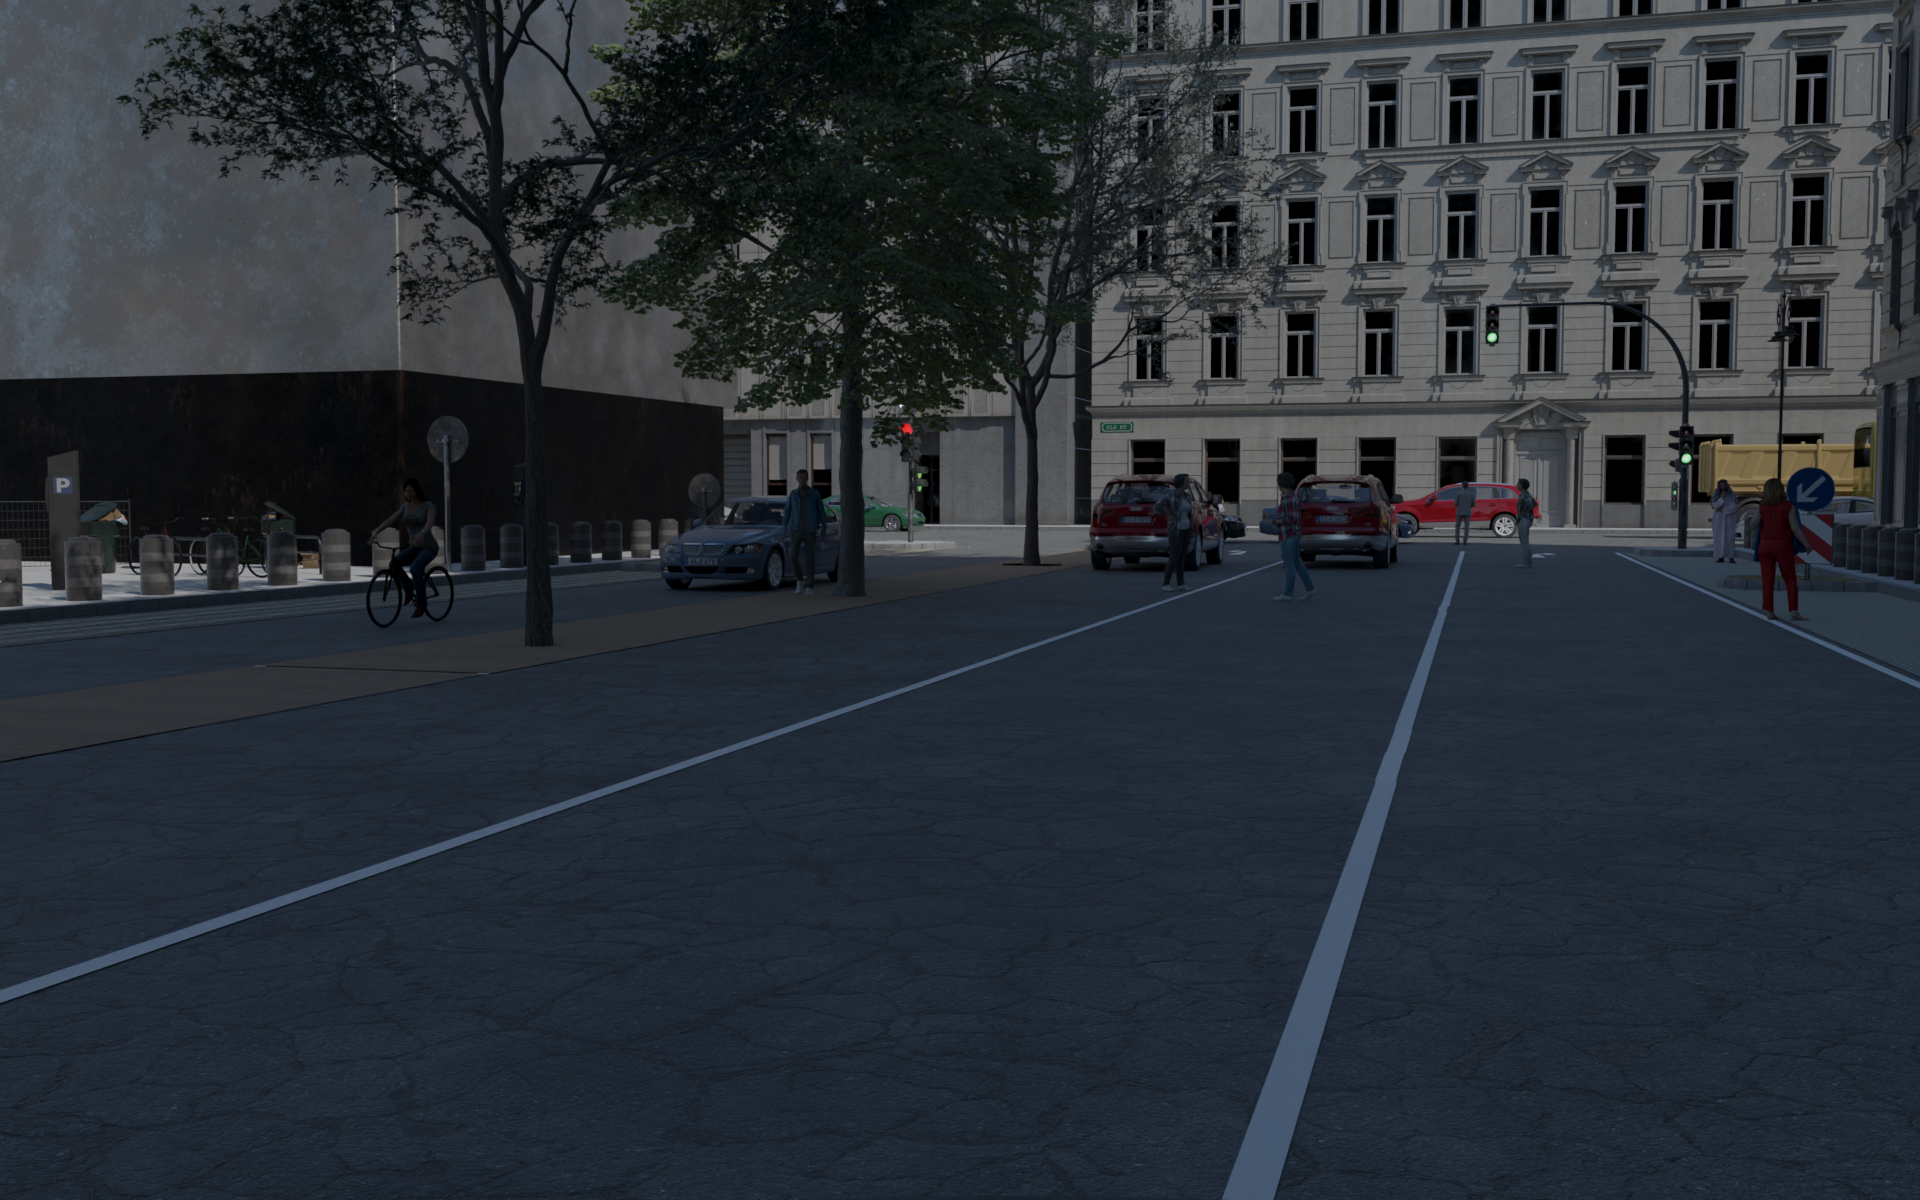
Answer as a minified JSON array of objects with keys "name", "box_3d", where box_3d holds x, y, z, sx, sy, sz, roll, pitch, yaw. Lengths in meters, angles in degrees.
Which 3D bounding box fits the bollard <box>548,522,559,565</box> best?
[{"name":"bollard","box_3d":[-7.451,-1.013,31.279,0.404,0.777,0.398,0,3,0]}]

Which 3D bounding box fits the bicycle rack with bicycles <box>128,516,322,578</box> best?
[{"name":"bicycle rack with bicycles","box_3d":[-11.403,-0.852,27.308,2.925,0.926,2.852,3,5,43]}]

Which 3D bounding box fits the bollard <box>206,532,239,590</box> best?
[{"name":"bollard","box_3d":[-9.886,-0.520,23.215,0.404,0.777,0.398,0,3,0]}]

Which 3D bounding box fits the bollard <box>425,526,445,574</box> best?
[{"name":"bollard","box_3d":[-8.493,-0.802,27.827,0.404,0.777,0.398,0,3,0]}]

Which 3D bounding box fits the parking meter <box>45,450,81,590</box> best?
[{"name":"parking meter","box_3d":[-12.010,-1.070,23.202,0.399,1.863,0.255,-1,4,-23]}]

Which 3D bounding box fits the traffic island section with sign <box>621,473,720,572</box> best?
[{"name":"traffic island section with sign","box_3d":[-5.027,-1.463,32.541,1.989,1.847,2.006,1,4,17]}]

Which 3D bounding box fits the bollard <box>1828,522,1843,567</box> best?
[{"name":"bollard","box_3d":[15.570,-0.962,30.442,0.404,0.777,0.398,0,3,0]}]

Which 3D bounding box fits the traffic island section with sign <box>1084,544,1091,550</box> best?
[{"name":"traffic island section with sign","box_3d":[4.395,-2.226,44.525,2.006,1.907,1.989,1,4,17]}]

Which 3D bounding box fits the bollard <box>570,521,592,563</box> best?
[{"name":"bollard","box_3d":[-7.102,-1.084,32.442,0.404,0.777,0.398,0,3,0]}]

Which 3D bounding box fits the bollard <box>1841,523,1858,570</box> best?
[{"name":"bollard","box_3d":[15.220,-0.891,29.292,0.404,0.777,0.398,0,3,0]}]

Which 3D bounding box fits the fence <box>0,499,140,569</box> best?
[{"name":"fence","box_3d":[-15.011,-1.092,29.054,0.480,1.192,2.264,3,5,44]}]

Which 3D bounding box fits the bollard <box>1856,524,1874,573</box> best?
[{"name":"bollard","box_3d":[14.872,-0.821,28.142,0.404,0.777,0.398,0,3,0]}]

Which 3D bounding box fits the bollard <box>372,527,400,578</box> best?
[{"name":"bollard","box_3d":[-8.842,-0.731,26.676,0.404,0.777,0.398,0,3,0]}]

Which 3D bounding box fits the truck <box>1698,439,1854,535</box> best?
[{"name":"truck","box_3d":[28.621,-3.576,54.388,9.791,3.379,3.469,1,4,15]}]

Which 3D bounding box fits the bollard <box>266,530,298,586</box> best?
[{"name":"bollard","box_3d":[-9.537,-0.590,24.366,0.404,0.777,0.398,0,3,0]}]

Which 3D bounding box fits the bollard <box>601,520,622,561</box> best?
[{"name":"bollard","box_3d":[-6.755,-1.154,33.593,0.404,0.777,0.398,0,3,0]}]

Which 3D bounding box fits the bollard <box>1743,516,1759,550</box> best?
[{"name":"bollard","box_3d":[18.702,-1.598,40.841,0.404,0.777,0.398,0,3,0]}]

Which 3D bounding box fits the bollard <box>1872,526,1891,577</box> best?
[{"name":"bollard","box_3d":[14.526,-0.750,26.985,0.404,0.777,0.398,0,3,0]}]

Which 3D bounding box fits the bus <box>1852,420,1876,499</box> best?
[{"name":"bus","box_3d":[32.134,-3.499,48.754,12.252,3.916,2.896,1,4,16]}]

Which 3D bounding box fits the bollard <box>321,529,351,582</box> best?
[{"name":"bollard","box_3d":[-9.191,-0.661,25.517,0.404,0.777,0.398,0,3,0]}]

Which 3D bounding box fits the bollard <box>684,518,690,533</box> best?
[{"name":"bollard","box_3d":[-5.698,-1.368,37.082,0.404,0.777,0.398,0,3,0]}]

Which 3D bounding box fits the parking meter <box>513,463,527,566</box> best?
[{"name":"parking meter","box_3d":[-7.731,-1.537,30.833,0.255,1.863,0.399,3,4,37]}]

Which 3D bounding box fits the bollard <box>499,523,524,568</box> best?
[{"name":"bollard","box_3d":[-7.801,-0.943,30.129,0.404,0.777,0.398,0,3,0]}]

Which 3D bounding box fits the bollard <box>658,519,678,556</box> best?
[{"name":"bollard","box_3d":[-6.050,-1.297,35.923,0.404,0.777,0.398,0,3,0]}]

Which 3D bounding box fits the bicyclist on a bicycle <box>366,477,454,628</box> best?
[{"name":"bicyclist on a bicycle","box_3d":[-6.009,-0.547,18.959,1.499,1.676,1.625,1,4,17]}]

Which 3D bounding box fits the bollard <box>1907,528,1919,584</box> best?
[{"name":"bollard","box_3d":[14.175,-0.680,25.835,0.404,0.777,0.398,0,3,0]}]

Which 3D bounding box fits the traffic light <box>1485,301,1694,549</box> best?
[{"name":"traffic light","box_3d":[14.839,-4.049,40.877,4.771,5.953,1.251,1,4,17]}]

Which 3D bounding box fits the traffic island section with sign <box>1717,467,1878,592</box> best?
[{"name":"traffic island section with sign","box_3d":[12.625,-1.078,26.254,1.989,1.847,2.006,1,4,17]}]

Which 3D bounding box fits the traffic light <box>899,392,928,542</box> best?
[{"name":"traffic light","box_3d":[-1.294,-3.482,45.851,0.839,4.253,0.868,1,4,17]}]

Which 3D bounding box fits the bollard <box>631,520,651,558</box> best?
[{"name":"bollard","box_3d":[-6.405,-1.226,34.756,0.404,0.777,0.398,0,3,0]}]

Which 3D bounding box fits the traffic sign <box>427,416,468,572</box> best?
[{"name":"traffic sign","box_3d":[-8.378,-1.724,28.296,0.768,2.556,0.104,1,4,17]}]

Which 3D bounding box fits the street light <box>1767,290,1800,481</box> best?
[{"name":"street light","box_3d":[18.689,-4.076,39.432,0.468,5.910,1.993,1,4,17]}]

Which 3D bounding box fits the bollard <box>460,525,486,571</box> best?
[{"name":"bollard","box_3d":[-8.147,-0.872,28.978,0.404,0.777,0.398,0,3,0]}]
